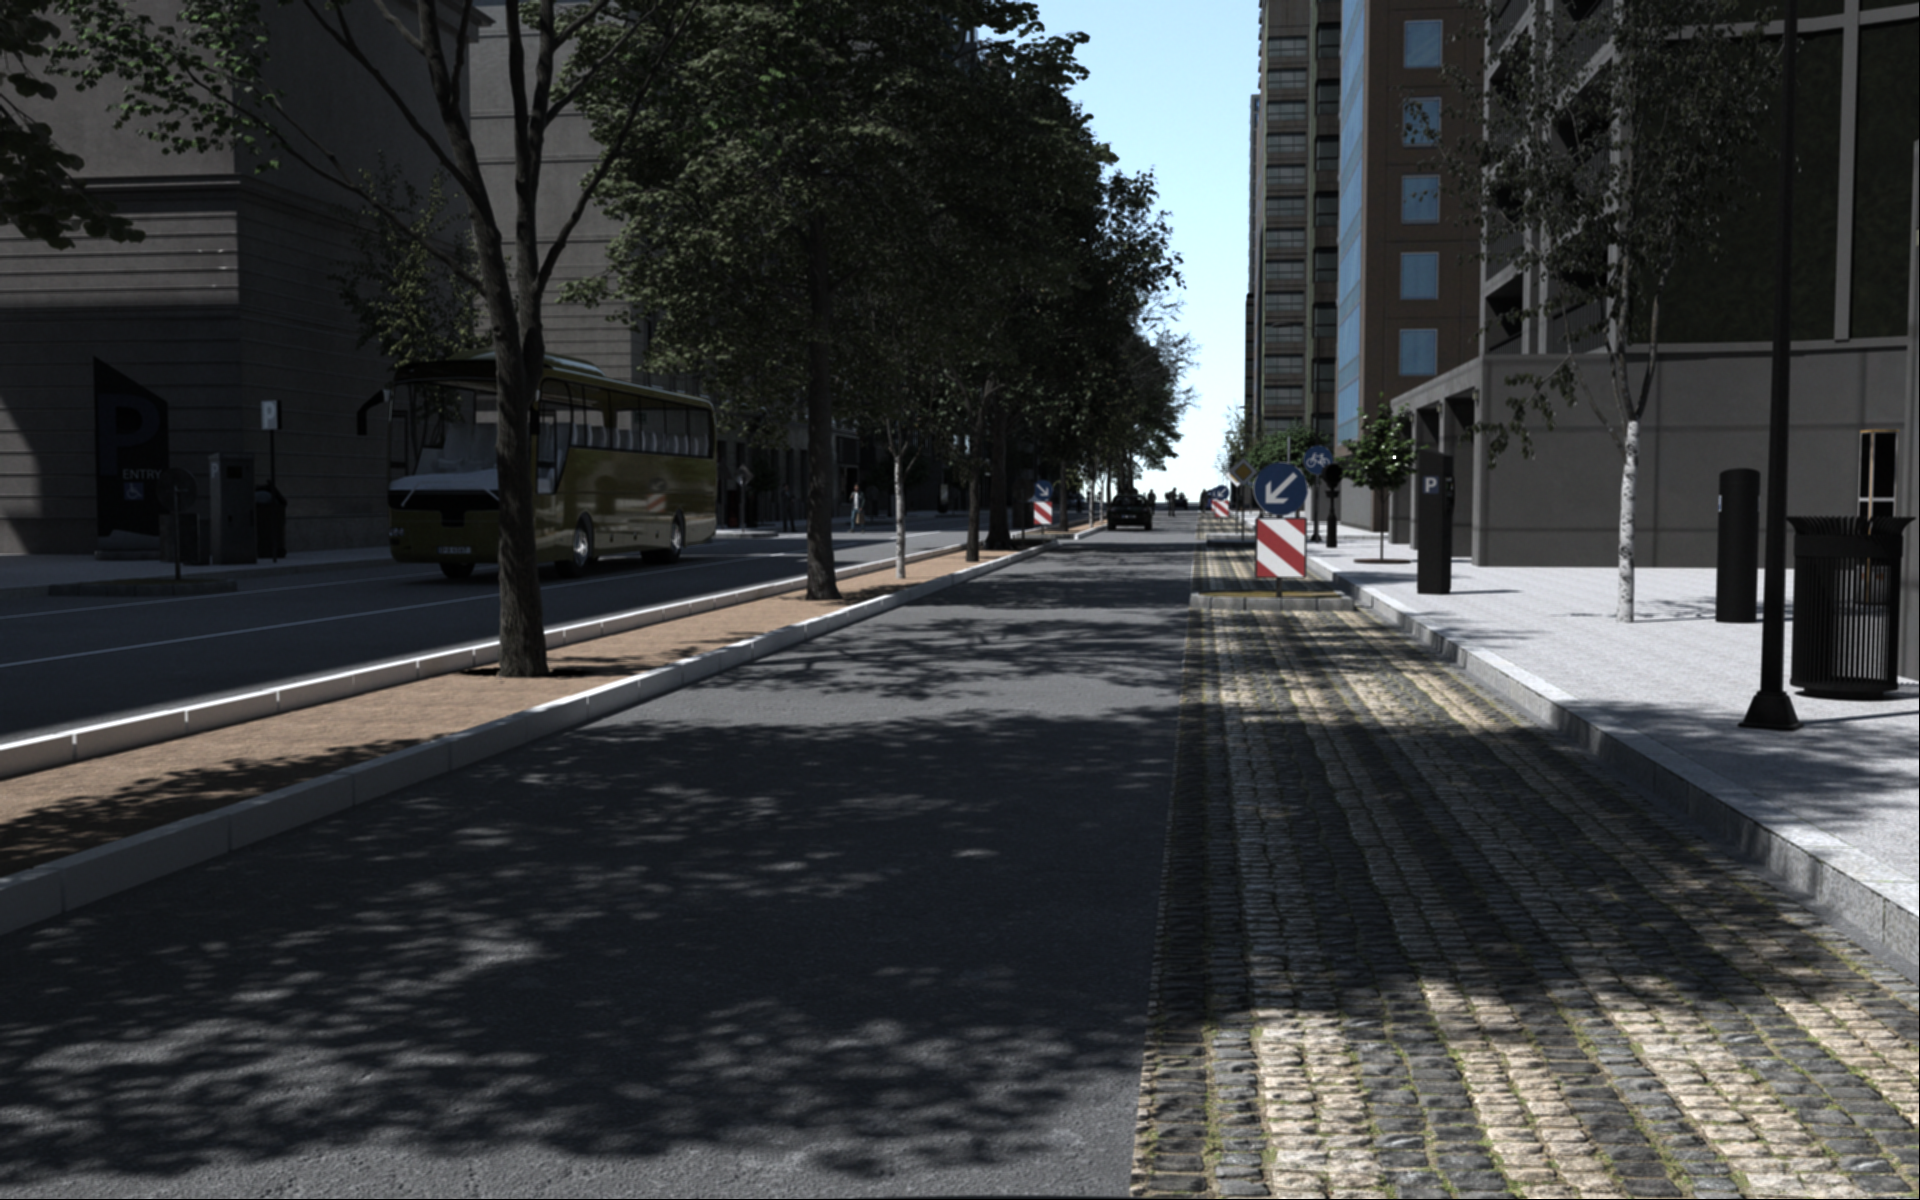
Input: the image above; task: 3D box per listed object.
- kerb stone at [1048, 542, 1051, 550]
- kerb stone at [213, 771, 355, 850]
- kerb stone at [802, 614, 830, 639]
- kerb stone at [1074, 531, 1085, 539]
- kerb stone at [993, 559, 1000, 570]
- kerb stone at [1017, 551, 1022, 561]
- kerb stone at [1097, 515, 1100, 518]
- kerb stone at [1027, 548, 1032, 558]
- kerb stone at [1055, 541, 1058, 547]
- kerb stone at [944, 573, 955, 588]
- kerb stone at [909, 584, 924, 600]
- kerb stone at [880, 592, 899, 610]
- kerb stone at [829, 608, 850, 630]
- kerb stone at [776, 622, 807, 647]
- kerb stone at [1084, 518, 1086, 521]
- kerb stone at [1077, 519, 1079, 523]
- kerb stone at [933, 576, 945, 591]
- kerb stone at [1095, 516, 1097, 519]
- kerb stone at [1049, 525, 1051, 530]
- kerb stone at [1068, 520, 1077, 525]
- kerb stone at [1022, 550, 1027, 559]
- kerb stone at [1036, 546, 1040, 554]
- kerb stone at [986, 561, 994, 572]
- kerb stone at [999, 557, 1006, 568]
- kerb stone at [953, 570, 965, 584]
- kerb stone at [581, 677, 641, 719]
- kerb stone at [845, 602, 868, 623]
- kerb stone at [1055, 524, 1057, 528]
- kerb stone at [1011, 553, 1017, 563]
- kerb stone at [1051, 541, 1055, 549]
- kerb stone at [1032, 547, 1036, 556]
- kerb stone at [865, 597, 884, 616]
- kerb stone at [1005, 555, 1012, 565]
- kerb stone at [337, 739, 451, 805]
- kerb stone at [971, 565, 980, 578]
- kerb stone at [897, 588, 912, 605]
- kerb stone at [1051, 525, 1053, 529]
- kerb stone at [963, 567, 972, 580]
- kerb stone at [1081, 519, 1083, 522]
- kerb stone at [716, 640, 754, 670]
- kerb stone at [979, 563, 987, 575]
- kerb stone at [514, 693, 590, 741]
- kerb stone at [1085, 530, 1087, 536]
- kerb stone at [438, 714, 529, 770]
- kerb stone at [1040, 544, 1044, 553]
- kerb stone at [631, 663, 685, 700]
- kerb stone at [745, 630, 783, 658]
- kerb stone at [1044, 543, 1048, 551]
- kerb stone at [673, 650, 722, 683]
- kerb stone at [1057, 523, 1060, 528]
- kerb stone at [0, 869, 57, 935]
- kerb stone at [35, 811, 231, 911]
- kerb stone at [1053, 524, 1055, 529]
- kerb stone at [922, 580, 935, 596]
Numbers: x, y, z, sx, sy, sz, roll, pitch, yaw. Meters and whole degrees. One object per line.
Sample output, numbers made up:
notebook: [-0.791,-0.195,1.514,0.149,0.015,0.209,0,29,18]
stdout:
kerb stone: [2.152,-1.333,44.038,0.120,0.150,1.000,0,4,8]
kerb stone: [-2.918,0.905,7.465,0.120,0.150,1.000,0,4,8]
kerb stone: [-1.511,0.282,17.608,0.120,0.150,1.000,0,4,8]
kerb stone: [3.916,-2.113,56.747,0.120,0.150,1.000,0,4,8]
kerb stone: [0.600,-0.652,32.856,0.120,0.150,1.000,0,4,8]
kerb stone: [1.166,-0.901,36.928,0.120,0.150,1.000,0,4,8]
kerb stone: [8.161,-4.920,102.695,0.120,0.150,1.000,0,4,8]
kerb stone: [1.452,-1.025,38.963,0.120,0.150,1.000,0,4,8]
kerb stone: [2.435,-1.460,46.073,0.120,0.150,1.000,0,4,8]
kerb stone: [-0.249,-0.280,26.767,0.120,0.150,1.000,0,4,8]
kerb stone: [-0.662,-0.087,23.708,0.120,0.150,1.000,0,4,8]
kerb stone: [-0.941,0.032,21.677,0.120,0.150,1.000,0,4,8]
kerb stone: [-1.368,0.227,18.624,0.120,0.150,1.000,0,4,8]
kerb stone: [-1.656,0.343,16.584,0.120,0.150,1.000,0,4,8]
kerb stone: [6.199,-4.048,88.502,0.120,0.150,1.000,0,4,8]
kerb stone: [5.495,-3.745,83.440,0.120,0.150,1.000,0,4,8]
kerb stone: [-0.389,-0.214,25.748,0.120,0.150,1.000,0,4,8]
kerb stone: [7.468,-4.614,97.627,0.120,0.150,1.000,0,4,8]
kerb stone: [3.388,-2.815,68.224,0.120,0.150,1.000,0,4,8]
kerb stone: [5.353,-3.684,82.428,0.120,0.150,1.000,0,4,8]
kerb stone: [1.305,-0.963,37.951,0.120,0.150,1.000,0,4,8]
kerb stone: [1.733,-1.150,40.995,0.120,0.150,1.000,0,4,8]
kerb stone: [0.453,-0.590,31.836,0.120,0.150,1.000,0,4,8]
kerb stone: [0.742,-0.709,33.873,0.120,0.150,1.000,0,4,8]
kerb stone: [-0.094,-0.342,27.782,0.120,0.150,1.000,0,4,8]
kerb stone: [-2.354,0.656,11.515,0.120,0.150,1.000,0,4,8]
kerb stone: [-1.226,0.156,19.642,0.120,0.150,1.000,0,4,8]
kerb stone: [3.806,-3.002,71.280,0.120,0.150,1.000,0,4,8]
kerb stone: [1.026,-0.838,35.916,0.120,0.150,1.000,0,4,8]
kerb stone: [2.294,-1.391,45.051,0.120,0.150,1.000,0,4,8]
kerb stone: [1.588,-1.087,39.976,0.120,0.150,1.000,0,4,8]
kerb stone: [-1.085,0.096,20.656,0.120,0.150,1.000,0,4,8]
kerb stone: [0.876,-0.773,34.896,0.120,0.150,1.000,0,4,8]
kerb stone: [-2.777,0.841,8.477,0.120,0.150,1.000,0,4,8]
kerb stone: [0.174,-0.466,29.809,0.120,0.150,1.000,0,4,8]
kerb stone: [-0.805,-0.025,22.695,0.120,0.150,1.000,0,4,8]
kerb stone: [3.532,-2.877,69.244,0.120,0.150,1.000,0,4,8]
kerb stone: [0.038,-0.404,28.795,0.120,0.150,1.000,0,4,8]
kerb stone: [5.923,-3.932,86.476,0.120,0.150,1.000,0,4,8]
kerb stone: [-1.936,0.472,14.559,0.120,0.150,1.000,0,4,8]
kerb stone: [0.320,-0.528,30.821,0.120,0.150,1.000,0,4,8]
kerb stone: [-2.494,0.715,10.502,0.120,0.150,1.000,0,4,8]
kerb stone: [4.049,-2.171,57.763,0.120,0.150,1.000,0,4,8]
kerb stone: [-2.627,0.779,9.489,0.120,0.150,1.000,0,4,8]
kerb stone: [1.872,-1.212,42.012,0.120,0.150,1.000,0,4,8]
kerb stone: [-2.216,0.595,12.528,0.120,0.150,1.000,0,4,8]
kerb stone: [-1.792,0.405,15.571,0.120,0.150,1.000,0,4,8]
kerb stone: [2.014,-1.269,43.025,0.120,0.150,1.000,0,4,8]
kerb stone: [-2.075,0.529,13.546,0.120,0.150,1.000,0,4,8]
kerb stone: [3.952,-3.060,72.292,0.120,0.150,1.000,0,4,8]
kerb stone: [-3.201,1.027,5.432,0.120,0.150,1.000,0,4,8]
kerb stone: [-3.058,0.963,6.445,0.120,0.150,1.000,0,4,8]
kerb stone: [3.658,-2.940,70.266,0.120,0.150,1.000,0,4,8]
kerb stone: [-0.522,-0.147,24.735,0.120,0.150,1.000,0,4,8]
